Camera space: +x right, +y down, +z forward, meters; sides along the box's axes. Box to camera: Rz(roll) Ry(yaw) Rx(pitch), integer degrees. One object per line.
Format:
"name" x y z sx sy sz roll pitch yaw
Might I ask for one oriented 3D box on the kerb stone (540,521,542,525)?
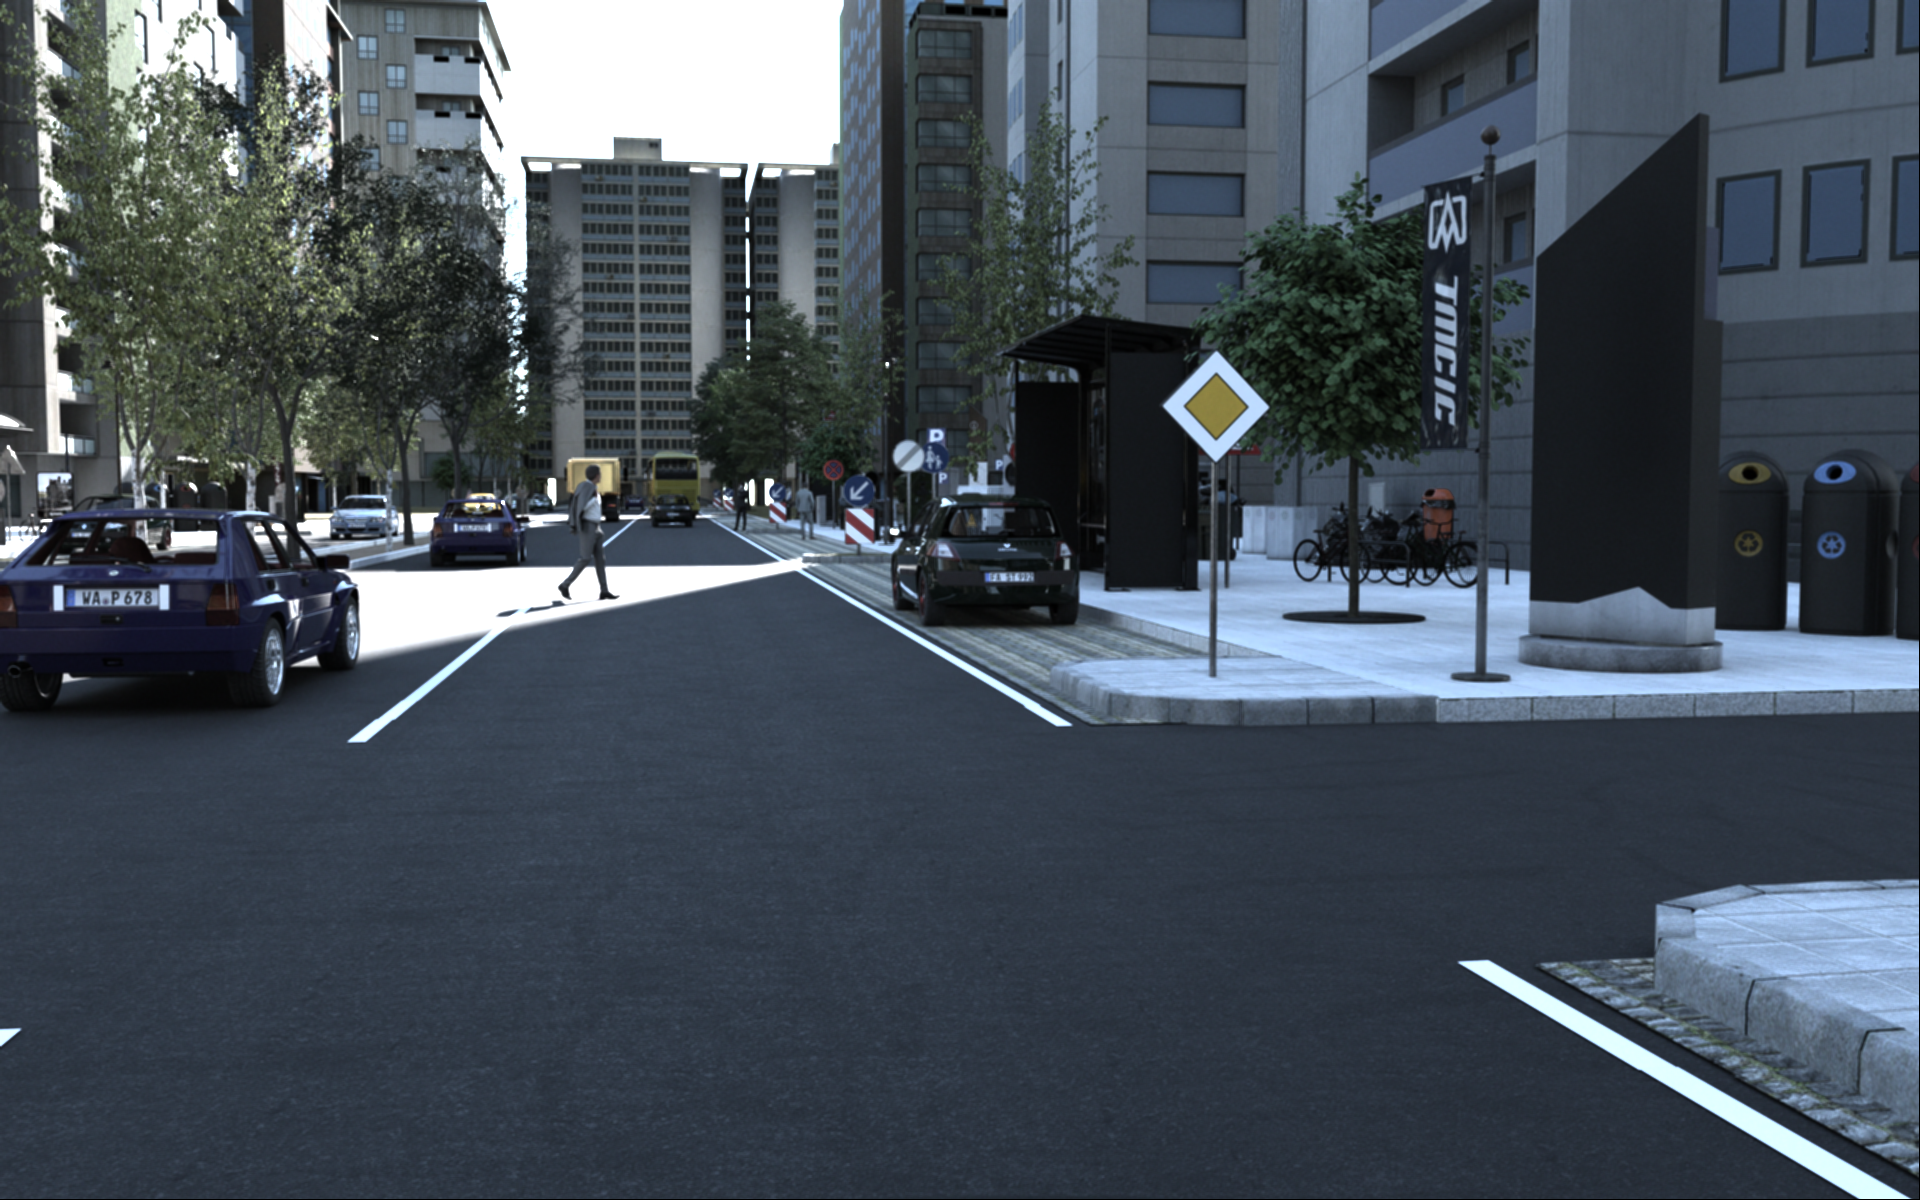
"kerb stone" -19.601 -3.558 80.371 0.120 0.150 1.000 -1 4 -10

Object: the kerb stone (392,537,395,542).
"kerb stone" -16.714 -1.737 50.613 0.120 0.150 1.000 -1 4 -10

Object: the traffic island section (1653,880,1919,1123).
"traffic island section" 3.123 1.100 4.296 2.009 0.180 2.903 -1 4 -10

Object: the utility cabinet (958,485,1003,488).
"utility cabinet" 0.535 -2.172 44.195 1.173 1.500 0.318 0 4 1

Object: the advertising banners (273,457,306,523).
"advertising banners" -29.645 -4.915 76.545 2.074 3.025 0.090 2 4 31

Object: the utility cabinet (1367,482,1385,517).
"utility cabinet" 7.994 -1.507 33.311 0.318 1.500 1.173 1 4 13

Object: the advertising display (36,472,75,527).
"advertising display" -26.077 -2.737 49.958 0.974 1.923 0.123 -1 4 -12

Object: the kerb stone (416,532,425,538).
"kerb stone" -17.726 -2.109 56.685 0.120 0.150 1.000 -1 4 -10

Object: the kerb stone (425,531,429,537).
"kerb stone" -17.906 -2.171 57.704 0.120 0.150 1.000 -1 4 -10

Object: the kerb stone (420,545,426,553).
"kerb stone" -13.117 -1.207 41.948 0.120 0.150 1.000 -1 4 -10

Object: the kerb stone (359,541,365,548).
"kerb stone" -15.862 -1.430 45.568 0.120 0.150 1.000 -1 4 -10

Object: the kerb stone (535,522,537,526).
"kerb stone" -19.092 -3.373 77.341 0.120 0.150 1.000 -1 4 -10

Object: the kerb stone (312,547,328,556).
"kerb stone" -15.008 -1.121 40.525 0.120 0.150 1.000 -1 4 -10

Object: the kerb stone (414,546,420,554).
"kerb stone" -12.952 -1.146 40.926 0.120 0.150 1.000 -1 4 -10

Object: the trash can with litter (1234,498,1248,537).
"trash can with litter" 8.023 -2.428 51.085 0.624 1.170 1.055 -2 4 -26

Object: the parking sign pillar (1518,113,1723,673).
"parking sign pillar" 4.980 -1.499 12.980 1.447 3.967 1.447 -3 4 -38

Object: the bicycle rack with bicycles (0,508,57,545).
"bicycle rack with bicycles" -24.336 -1.890 44.292 2.852 0.926 2.925 0 4 -7

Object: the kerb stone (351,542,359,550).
"kerb stone" -15.691 -1.368 44.560 0.120 0.150 1.000 -1 4 -10

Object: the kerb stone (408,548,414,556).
"kerb stone" -12.780 -1.084 39.915 0.120 0.150 1.000 -1 4 -10

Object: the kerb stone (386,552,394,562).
"kerb stone" -12.261 -0.899 36.890 0.120 0.150 1.000 -1 4 -10

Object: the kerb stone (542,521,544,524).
"kerb stone" -19.776 -3.614 81.378 0.120 0.150 1.000 -1 4 -10

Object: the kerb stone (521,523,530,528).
"kerb stone" -18.410 -3.121 73.300 0.120 0.150 1.000 -1 4 -10

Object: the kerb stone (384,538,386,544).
"kerb stone" -16.544 -1.676 49.603 0.120 0.150 1.000 -1 4 -10

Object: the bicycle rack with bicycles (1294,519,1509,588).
"bicycle rack with bicycles" 6.535 -0.696 24.754 2.852 0.926 2.925 -2 4 -24

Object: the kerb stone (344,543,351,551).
"kerb stone" -15.521 -1.303 43.550 0.120 0.150 1.000 -1 4 -10

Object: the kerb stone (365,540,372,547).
"kerb stone" -16.032 -1.491 46.576 0.120 0.150 1.000 -1 4 -10

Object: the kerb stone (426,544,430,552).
"kerb stone" -13.283 -1.262 42.958 0.120 0.150 1.000 -1 4 -10

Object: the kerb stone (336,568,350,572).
"kerb stone" -11.413 -0.588 31.821 0.120 0.150 1.000 -1 4 -10

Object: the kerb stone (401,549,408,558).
"kerb stone" -12.604 -1.022 38.908 0.120 0.150 1.000 -1 4 -10

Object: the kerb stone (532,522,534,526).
"kerb stone" -18.750 -3.250 75.325 0.120 0.150 1.000 -1 4 -10

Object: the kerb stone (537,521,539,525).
"kerb stone" -19.263 -3.434 78.349 0.120 0.150 1.000 -1 4 -10

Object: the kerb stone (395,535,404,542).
"kerb stone" -17.056 -1.854 52.630 0.120 0.150 1.000 -1 4 -10

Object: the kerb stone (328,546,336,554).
"kerb stone" -15.179 -1.180 41.533 0.120 0.150 1.000 -1 4 -10

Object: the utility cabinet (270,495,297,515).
"utility cabinet" -30.359 -4.086 77.974 1.020 1.237 0.306 0 4 3

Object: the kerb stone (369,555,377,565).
"kerb stone" -11.931 -0.773 34.863 0.120 0.150 1.000 -1 4 -10

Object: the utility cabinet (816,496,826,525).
"utility cabinet" -5.871 -3.791 73.146 0.306 1.237 1.020 -1 4 -13

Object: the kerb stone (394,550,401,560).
"kerb stone" -12.437 -0.960 37.899 0.120 0.150 1.000 -1 4 -10

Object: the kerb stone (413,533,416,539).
"kerb stone" -17.395 -1.985 54.655 0.120 0.150 1.000 -1 4 -10

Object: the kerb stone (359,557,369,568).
"kerb stone" -11.746 -0.711 33.854 0.120 0.150 1.000 -1 4 -10

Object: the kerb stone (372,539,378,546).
"kerb stone" -16.209 -1.546 47.586 0.120 0.150 1.000 -1 4 -10

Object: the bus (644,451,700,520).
"bus" -16.527 -6.598 99.431 2.896 3.916 12.252 -1 4 -12

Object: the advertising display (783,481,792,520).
"advertising display" -8.409 -4.844 84.406 0.123 1.923 0.974 1 4 13

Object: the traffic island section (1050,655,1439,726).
"traffic island section" 1.793 0.618 12.170 2.009 0.180 2.903 -1 4 -10

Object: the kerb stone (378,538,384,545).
"kerb stone" -16.367 -1.615 48.595 0.120 0.150 1.000 -1 4 -10

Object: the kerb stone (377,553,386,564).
"kerb stone" -12.095 -0.836 35.879 0.120 0.150 1.000 -1 4 -10

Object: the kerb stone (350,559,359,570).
"kerb stone" -11.584 -0.647 32.832 0.120 0.150 1.000 -1 4 -10

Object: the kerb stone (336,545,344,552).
"kerb stone" -15.351 -1.244 42.541 0.120 0.150 1.000 -1 4 -10

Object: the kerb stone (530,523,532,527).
"kerb stone" -18.585 -3.186 74.307 0.120 0.150 1.000 -1 4 -10

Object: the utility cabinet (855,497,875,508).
"utility cabinet" -4.689 -4.663 84.911 0.318 1.500 1.173 -3 5 -44
